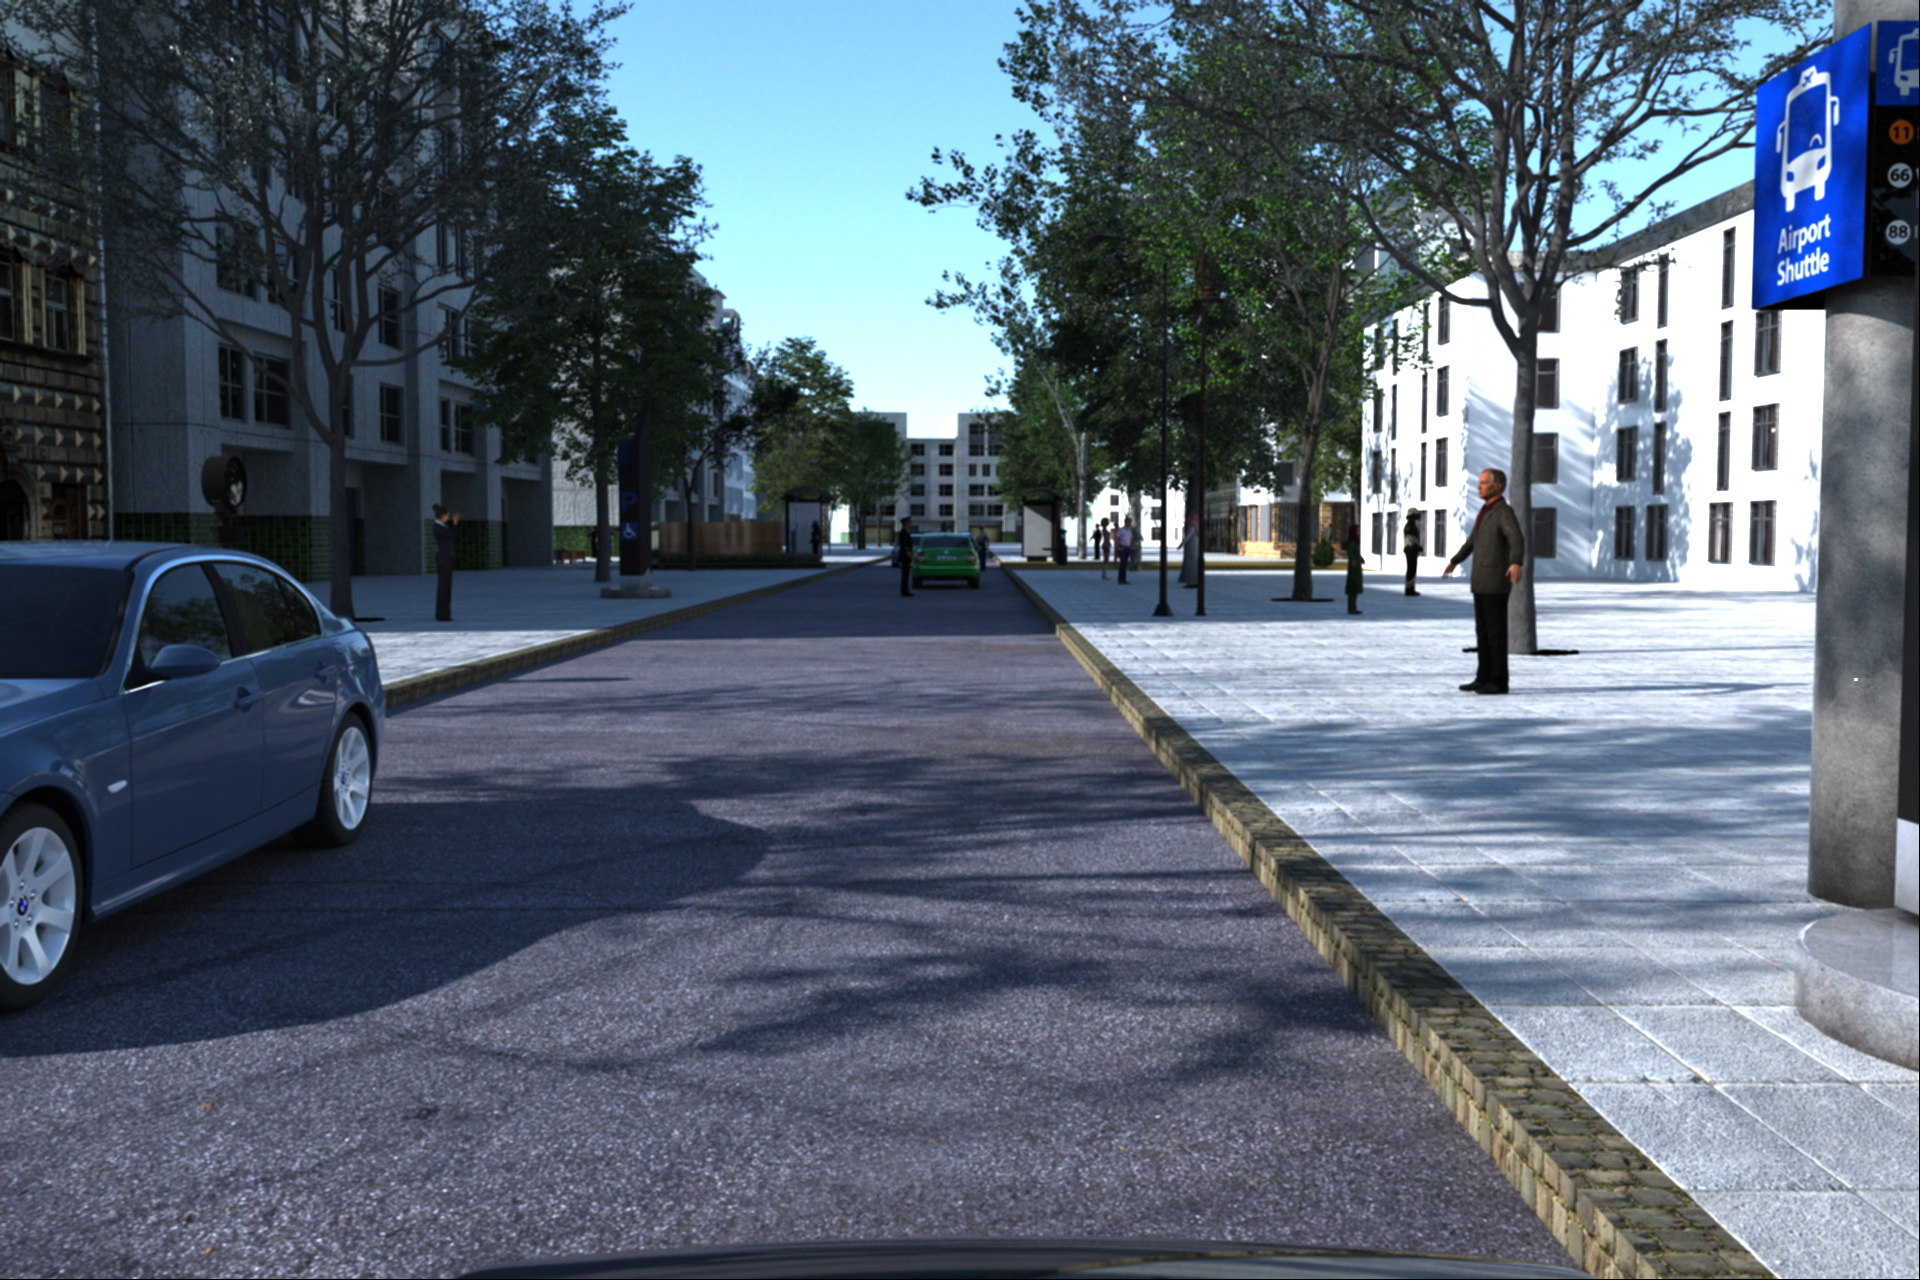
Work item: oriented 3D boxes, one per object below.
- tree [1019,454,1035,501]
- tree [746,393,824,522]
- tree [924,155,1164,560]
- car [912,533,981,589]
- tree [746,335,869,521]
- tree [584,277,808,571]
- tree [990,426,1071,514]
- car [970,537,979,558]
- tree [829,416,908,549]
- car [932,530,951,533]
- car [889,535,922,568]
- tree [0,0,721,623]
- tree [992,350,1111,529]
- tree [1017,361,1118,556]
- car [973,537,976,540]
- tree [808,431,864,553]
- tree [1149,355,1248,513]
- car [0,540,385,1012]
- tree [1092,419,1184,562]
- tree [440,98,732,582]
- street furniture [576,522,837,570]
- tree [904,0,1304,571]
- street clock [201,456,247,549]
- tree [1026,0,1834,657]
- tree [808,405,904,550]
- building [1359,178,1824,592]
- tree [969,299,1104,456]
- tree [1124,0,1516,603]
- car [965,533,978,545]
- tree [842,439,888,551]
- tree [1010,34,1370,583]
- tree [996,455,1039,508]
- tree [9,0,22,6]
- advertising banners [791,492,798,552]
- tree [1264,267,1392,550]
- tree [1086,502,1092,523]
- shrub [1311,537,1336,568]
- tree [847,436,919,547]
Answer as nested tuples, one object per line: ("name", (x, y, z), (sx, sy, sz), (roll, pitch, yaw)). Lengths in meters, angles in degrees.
("tree", (6.972, -12.199, 149.819), (4.360, 8.622, 3.978), (0, 3, 0))
("tree", (-8.678, -8.570, 90.479), (4.360, 8.622, 3.978), (0, 3, 0))
("tree", (5.064, -14.164, 87.465), (12.611, 20.169, 13.585), (0, 3, 0))
("car", (-0.394, -2.324, 46.792), (1.959, 1.807, 4.718), (0, 4, -1))
("tree", (-8.823, -11.093, 99.505), (7.486, 12.596, 7.792), (0, 3, 0))
("tree", (-9.246, -7.687, 60.102), (8.767, 10.594, 7.601), (0, 4, 6))
("tree", (6.609, -14.686, 158.246), (7.486, 12.596, 7.792), (0, 3, 0))
("car", (-0.023, -3.593, 71.320), (1.945, 1.354, 3.894), (0, 4, 1))
("tree", (-8.317, -13.836, 151.972), (9.928, 11.665, 9.643), (0, 3, 0))
("car", (-1.501, -8.160, 142.094), (2.281, 1.827, 5.304), (0, 4, 1))
("car", (-2.029, -3.866, 75.204), (2.014, 1.417, 4.499), (0, 4, 1))
("tree", (-9.139, -7.007, 24.935), (12.009, 13.543, 11.850), (0, 3, 0))
("tree", (6.705, -12.919, 117.877), (9.857, 13.997, 8.962), (0, 3, 0))
("tree", (6.986, -10.825, 102.742), (9.928, 11.665, 9.643), (0, 3, 0))
("car", (0.546, -8.986, 158.930), (2.014, 1.417, 4.499), (0, 4, -1))
("tree", (-8.761, -10.040, 114.511), (4.360, 8.622, 3.978), (0, 3, 0))
("tree", (9.536, -7.316, 69.974), (4.737, 8.622, 4.395), (0, 3, 0))
("car", (-3.658, 0.323, 6.719), (2.014, 1.417, 4.499), (0, 3, 0))
("tree", (7.239, -7.673, 75.814), (4.360, 8.622, 3.978), (0, 3, 0))
("tree", (-9.855, -7.835, 46.227), (7.486, 12.596, 7.792), (0, 3, 0))
("street furniture", (-8.261, -3.577, 65.343), (11.010, 1.723, 9.812), (-1, 4, -23))
("tree", (4.948, -12.505, 60.341), (12.611, 20.169, 13.585), (0, 3, 0))
("street clock", (-6.834, -0.707, 16.137), (0.358, 2.002, 0.471), (0, 4, 1))
("tree", (6.029, -6.606, 18.371), (12.009, 13.543, 11.850), (0, 3, 0))
("tree", (-8.315, -13.176, 141.176), (9.928, 11.665, 9.643), (0, 3, 0))
("building", (19.557, -6.693, 51.577), (9.099, 9.664, 28.070), (0, 4, 0))
("tree", (6.840, -17.279, 138.403), (12.611, 20.169, 13.585), (0, 3, 0))
("tree", (6.687, -6.538, 32.652), (9.928, 11.665, 9.643), (0, 3, 0))
("car", (0.073, -5.025, 91.746), (1.945, 1.707, 3.694), (0, 4, 0))
("tree", (-8.249, -11.091, 131.697), (4.360, 8.622, 3.978), (0, 3, 0))
("tree", (6.179, -8.501, 45.648), (9.857, 13.997, 8.962), (0, 3, 0))
("tree", (7.036, -14.794, 167.643), (9.928, 11.665, 9.643), (0, 3, 0))
("tree", (-8.904, -3.774, 12.072), (4.360, 8.622, 3.978), (0, 3, 0))
("advertising banners", (-6.868, -4.631, 71.909), (0.090, 3.025, 2.074), (0, 4, 2))
("tree", (16.760, -9.558, 74.397), (7.486, 12.596, 7.792), (0, 3, 0))
("tree", (20.361, -18.661, 255.465), (4.360, 8.622, 3.978), (0, 3, 0))
("shrub", (13.919, -3.379, 66.366), (1.383, 1.207, 1.383), (0, 3, 0))
("tree", (-7.767, -14.752, 166.951), (9.928, 11.665, 9.643), (0, 3, 0))
